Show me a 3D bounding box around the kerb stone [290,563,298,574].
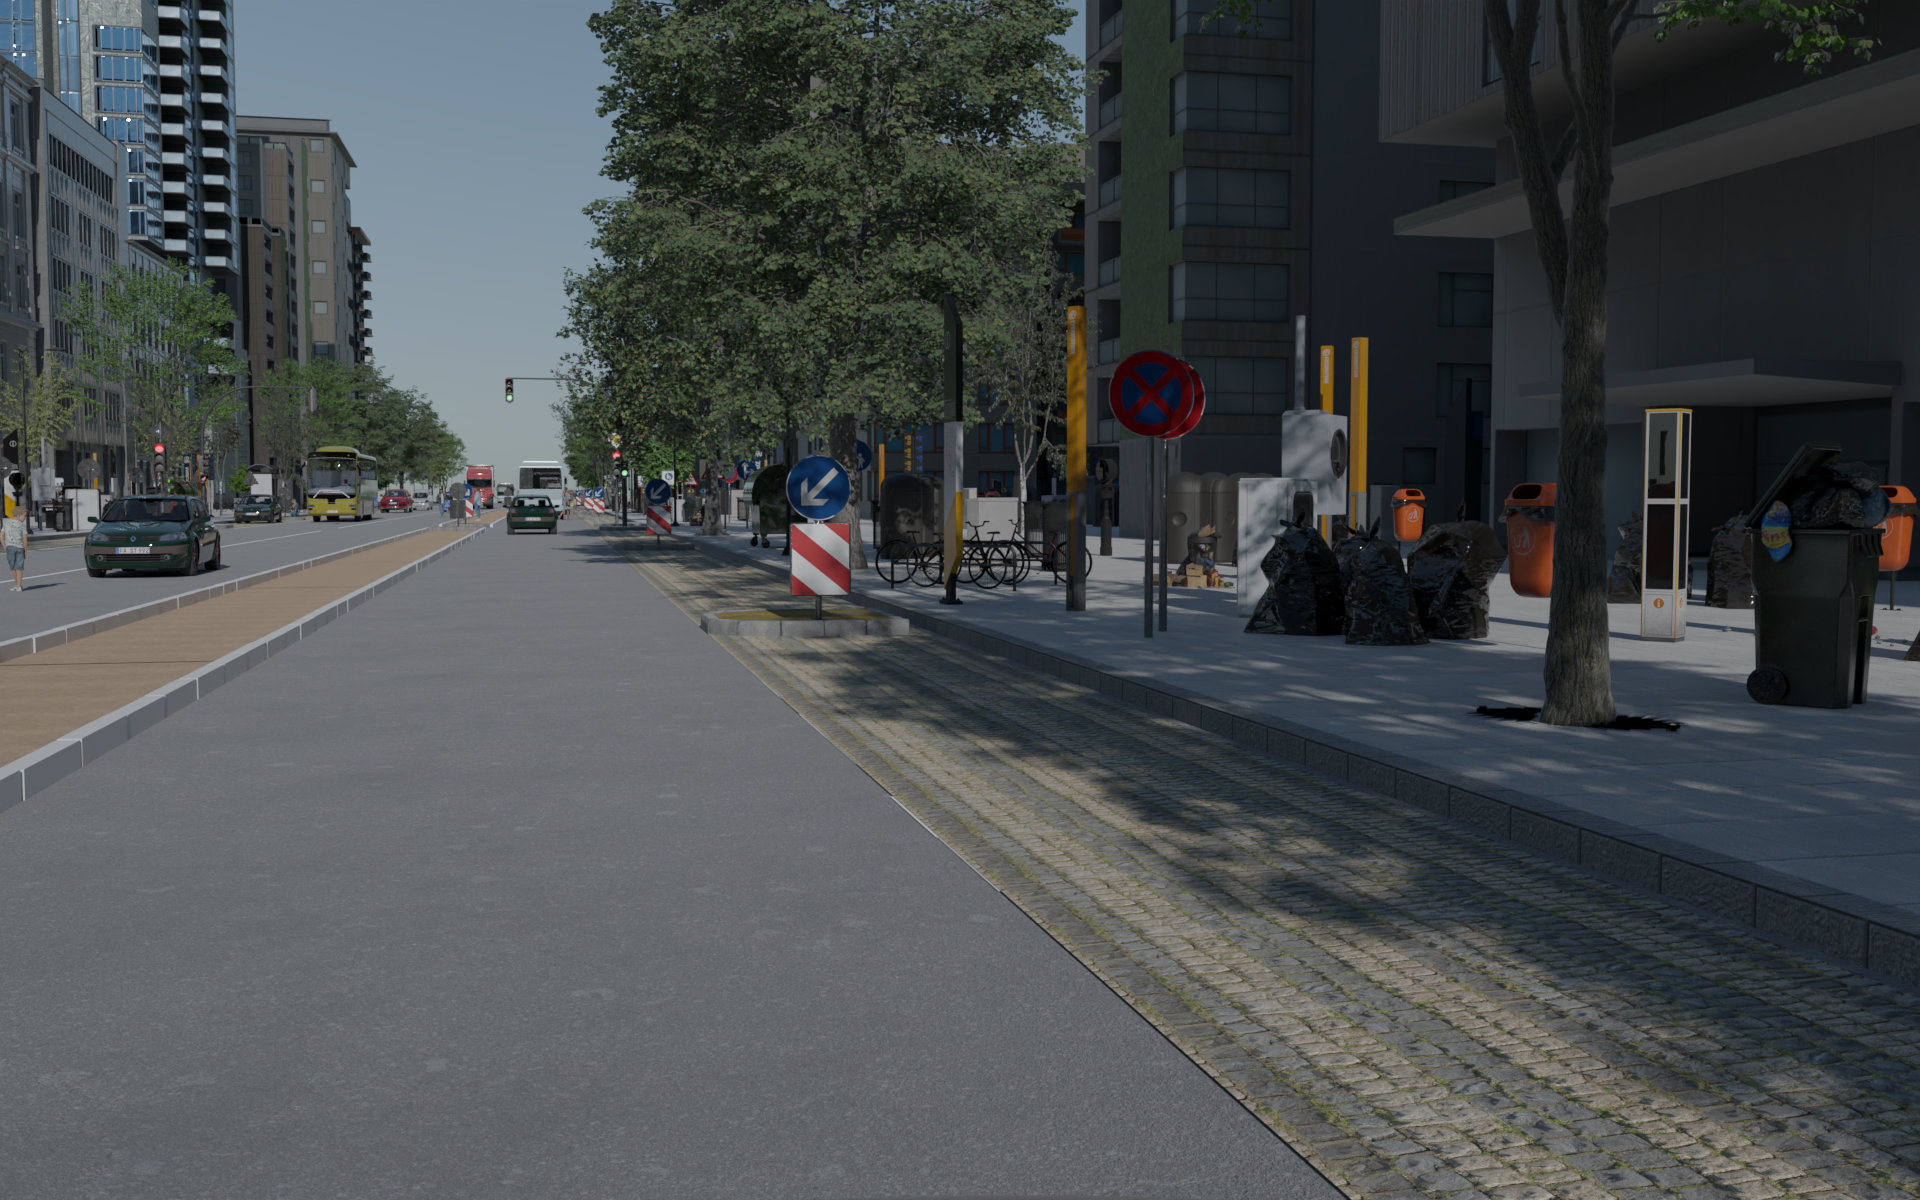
[{"bbox_3d":[-12.000,-0.535,30.937,0.120,0.150,1.000,-1,4,-13],"label":"kerb stone"}]

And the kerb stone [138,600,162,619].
[{"bbox_3d":[-9.405,0.136,19.974,0.120,0.150,1.000,-1,4,-13],"label":"kerb stone"}]

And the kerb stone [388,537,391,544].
[{"bbox_3d":[-16.245,-1.632,48.900,0.120,0.150,1.000,-1,4,-13],"label":"kerb stone"}]

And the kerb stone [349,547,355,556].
[{"bbox_3d":[-14.126,-1.084,39.917,0.120,0.150,1.000,-1,4,-13],"label":"kerb stone"}]

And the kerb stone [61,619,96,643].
[{"bbox_3d":[-8.695,0.318,16.990,0.120,0.150,1.000,-1,4,-13],"label":"kerb stone"}]

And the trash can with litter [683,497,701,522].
[{"bbox_3d":[-12.094,-4.106,78.521,0.624,1.170,1.055,-3,5,-45],"label":"trash can with litter"}]

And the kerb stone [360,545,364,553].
[{"bbox_3d":[-14.598,-1.206,41.919,0.120,0.150,1.000,-1,4,-13],"label":"kerb stone"}]

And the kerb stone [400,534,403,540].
[{"bbox_3d":[-17.193,-1.873,52.914,0.120,0.150,1.000,-1,4,-13],"label":"kerb stone"}]

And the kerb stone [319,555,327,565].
[{"bbox_3d":[-12.940,-0.776,34.926,0.120,0.150,1.000,-1,4,-13],"label":"kerb stone"}]

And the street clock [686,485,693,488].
[{"bbox_3d":[-18.553,-6.978,118.654,0.471,2.002,0.358,-1,4,-10],"label":"street clock"}]

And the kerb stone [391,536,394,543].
[{"bbox_3d":[-16.484,-1.695,49.917,0.120,0.150,1.000,-1,4,-13],"label":"kerb stone"}]

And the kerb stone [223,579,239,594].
[{"bbox_3d":[-10.581,-0.169,24.959,0.120,0.150,1.000,-1,4,-13],"label":"kerb stone"}]

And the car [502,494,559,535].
[{"bbox_3d":[-15.442,-3.218,62.403,2.009,1.686,4.222,-1,4,-15],"label":"car"}]

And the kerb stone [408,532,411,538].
[{"bbox_3d":[-17.909,-2.056,55.903,0.120,0.150,1.000,-1,4,-13],"label":"kerb stone"}]

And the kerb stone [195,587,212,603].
[{"bbox_3d":[-10.116,-0.047,22.966,0.120,0.150,1.000,-1,4,-13],"label":"kerb stone"}]

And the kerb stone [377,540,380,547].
[{"bbox_3d":[-15.546,-1.448,45.907,0.120,0.150,1.000,-1,4,-13],"label":"kerb stone"}]

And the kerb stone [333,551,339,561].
[{"bbox_3d":[-13.413,-0.899,36.921,0.120,0.150,1.000,-1,4,-13],"label":"kerb stone"}]

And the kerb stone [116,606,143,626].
[{"bbox_3d":[-9.168,0.197,18.980,0.120,0.150,1.000,-1,4,-13],"label":"kerb stone"}]

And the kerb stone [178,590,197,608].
[{"bbox_3d":[-9.872,0.014,21.965,0.120,0.150,1.000,-1,4,-13],"label":"kerb stone"}]

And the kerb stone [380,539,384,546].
[{"bbox_3d":[-15.779,-1.510,46.905,0.120,0.150,1.000,-1,4,-13],"label":"kerb stone"}]

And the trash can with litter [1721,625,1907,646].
[{"bbox_3d":[7.868,-0.288,15.763,1.678,1.210,2.233,2,4,29],"label":"trash can with litter"}]

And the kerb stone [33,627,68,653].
[{"bbox_3d":[-8.462,0.384,15.995,0.120,0.150,1.000,-1,4,-13],"label":"kerb stone"}]

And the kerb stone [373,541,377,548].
[{"bbox_3d":[-15.309,-1.389,44.910,0.120,0.150,1.000,-1,4,-13],"label":"kerb stone"}]

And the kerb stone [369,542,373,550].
[{"bbox_3d":[-15.073,-1.328,43.908,0.120,0.150,1.000,-1,4,-13],"label":"kerb stone"}]

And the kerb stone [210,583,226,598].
[{"bbox_3d":[-10.350,-0.103,23.963,0.120,0.150,1.000,-1,4,-13],"label":"kerb stone"}]

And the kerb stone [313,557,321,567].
[{"bbox_3d":[-12.706,-0.718,33.931,0.120,0.150,1.000,-1,4,-13],"label":"kerb stone"}]

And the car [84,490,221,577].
[{"bbox_3d":[-14.486,-1.309,31.185,2.009,1.686,4.222,-1,4,-15],"label":"car"}]

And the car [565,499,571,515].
[{"bbox_3d":[-28.341,-6.712,121.543,2.131,1.459,4.920,-1,4,-15],"label":"car"}]

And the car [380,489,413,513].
[{"bbox_3d":[-43.254,-7.602,132.961,2.281,1.827,5.304,-1,4,-12],"label":"car"}]

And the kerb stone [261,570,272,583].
[{"bbox_3d":[-11.291,-0.349,27.953,0.120,0.150,1.000,-1,4,-13],"label":"kerb stone"}]

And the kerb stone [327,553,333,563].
[{"bbox_3d":[-13.177,-0.840,35.926,0.120,0.150,1.000,-1,4,-13],"label":"kerb stone"}]

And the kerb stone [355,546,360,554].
[{"bbox_3d":[-14.358,-1.145,40.917,0.120,0.150,1.000,-1,4,-13],"label":"kerb stone"}]

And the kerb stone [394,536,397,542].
[{"bbox_3d":[-16.731,-1.755,50.917,0.120,0.150,1.000,-1,4,-13],"label":"kerb stone"}]

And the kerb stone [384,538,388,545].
[{"bbox_3d":[-16.012,-1.572,47.900,0.120,0.150,1.000,-1,4,-13],"label":"kerb stone"}]

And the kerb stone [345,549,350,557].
[{"bbox_3d":[-13.891,-1.020,38.922,0.120,0.150,1.000,-1,4,-13],"label":"kerb stone"}]

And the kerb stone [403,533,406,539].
[{"bbox_3d":[-17.439,-1.939,53.906,0.120,0.150,1.000,-1,4,-13],"label":"kerb stone"}]

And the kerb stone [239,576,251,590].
[{"bbox_3d":[-10.810,-0.230,25.955,0.120,0.150,1.000,-1,4,-13],"label":"kerb stone"}]

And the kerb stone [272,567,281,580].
[{"bbox_3d":[-11.529,-0.413,28.947,0.120,0.150,1.000,-1,4,-13],"label":"kerb stone"}]

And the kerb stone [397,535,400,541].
[{"bbox_3d":[-16.961,-1.818,51.916,0.120,0.150,1.000,-1,4,-13],"label":"kerb stone"}]

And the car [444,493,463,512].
[{"bbox_3d":[-40.273,-7.841,137.784,1.945,1.707,3.694,-1,4,-15],"label":"car"}]

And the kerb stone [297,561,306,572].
[{"bbox_3d":[-12.242,-0.588,31.931,0.120,0.150,1.000,-1,4,-13],"label":"kerb stone"}]

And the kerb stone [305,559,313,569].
[{"bbox_3d":[-12.473,-0.656,32.927,0.120,0.150,1.000,-1,4,-13],"label":"kerb stone"}]

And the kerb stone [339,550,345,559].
[{"bbox_3d":[-13.650,-0.961,37.916,0.120,0.150,1.000,-1,4,-13],"label":"kerb stone"}]

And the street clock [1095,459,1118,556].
[{"bbox_3d":[3.030,-1.915,35.880,0.358,2.002,0.471,-2,4,-32],"label":"street clock"}]

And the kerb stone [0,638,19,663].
[{"bbox_3d":[-8.241,0.440,14.997,0.120,0.150,1.000,-1,4,-13],"label":"kerb stone"}]

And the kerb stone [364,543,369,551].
[{"bbox_3d":[-14.831,-1.267,42.915,0.120,0.150,1.000,-1,4,-13],"label":"kerb stone"}]

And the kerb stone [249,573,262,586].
[{"bbox_3d":[-11.053,-0.291,26.959,0.120,0.150,1.000,-1,4,-13],"label":"kerb stone"}]

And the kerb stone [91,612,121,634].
[{"bbox_3d":[-8.932,0.260,17.985,0.120,0.150,1.000,-1,4,-13],"label":"kerb stone"}]

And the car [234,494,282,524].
[{"bbox_3d":[-34.286,-4.577,84.617,2.009,1.686,4.222,-1,4,-13],"label":"car"}]

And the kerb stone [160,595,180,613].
[{"bbox_3d":[-9.644,0.077,20.968,0.120,0.150,1.000,-1,4,-13],"label":"kerb stone"}]

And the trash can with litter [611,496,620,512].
[{"bbox_3d":[-25.126,-7.052,126.694,0.624,1.170,1.055,-2,4,-30],"label":"trash can with litter"}]

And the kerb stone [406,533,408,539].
[{"bbox_3d":[-17.669,-1.998,54.904,0.120,0.150,1.000,-1,4,-13],"label":"kerb stone"}]

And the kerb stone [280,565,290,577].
[{"bbox_3d":[-11.760,-0.474,29.943,0.120,0.150,1.000,-1,4,-13],"label":"kerb stone"}]

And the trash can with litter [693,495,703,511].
[{"bbox_3d":[-14.702,-5.101,94.462,2.233,1.210,1.678,-2,4,-26],"label":"trash can with litter"}]
